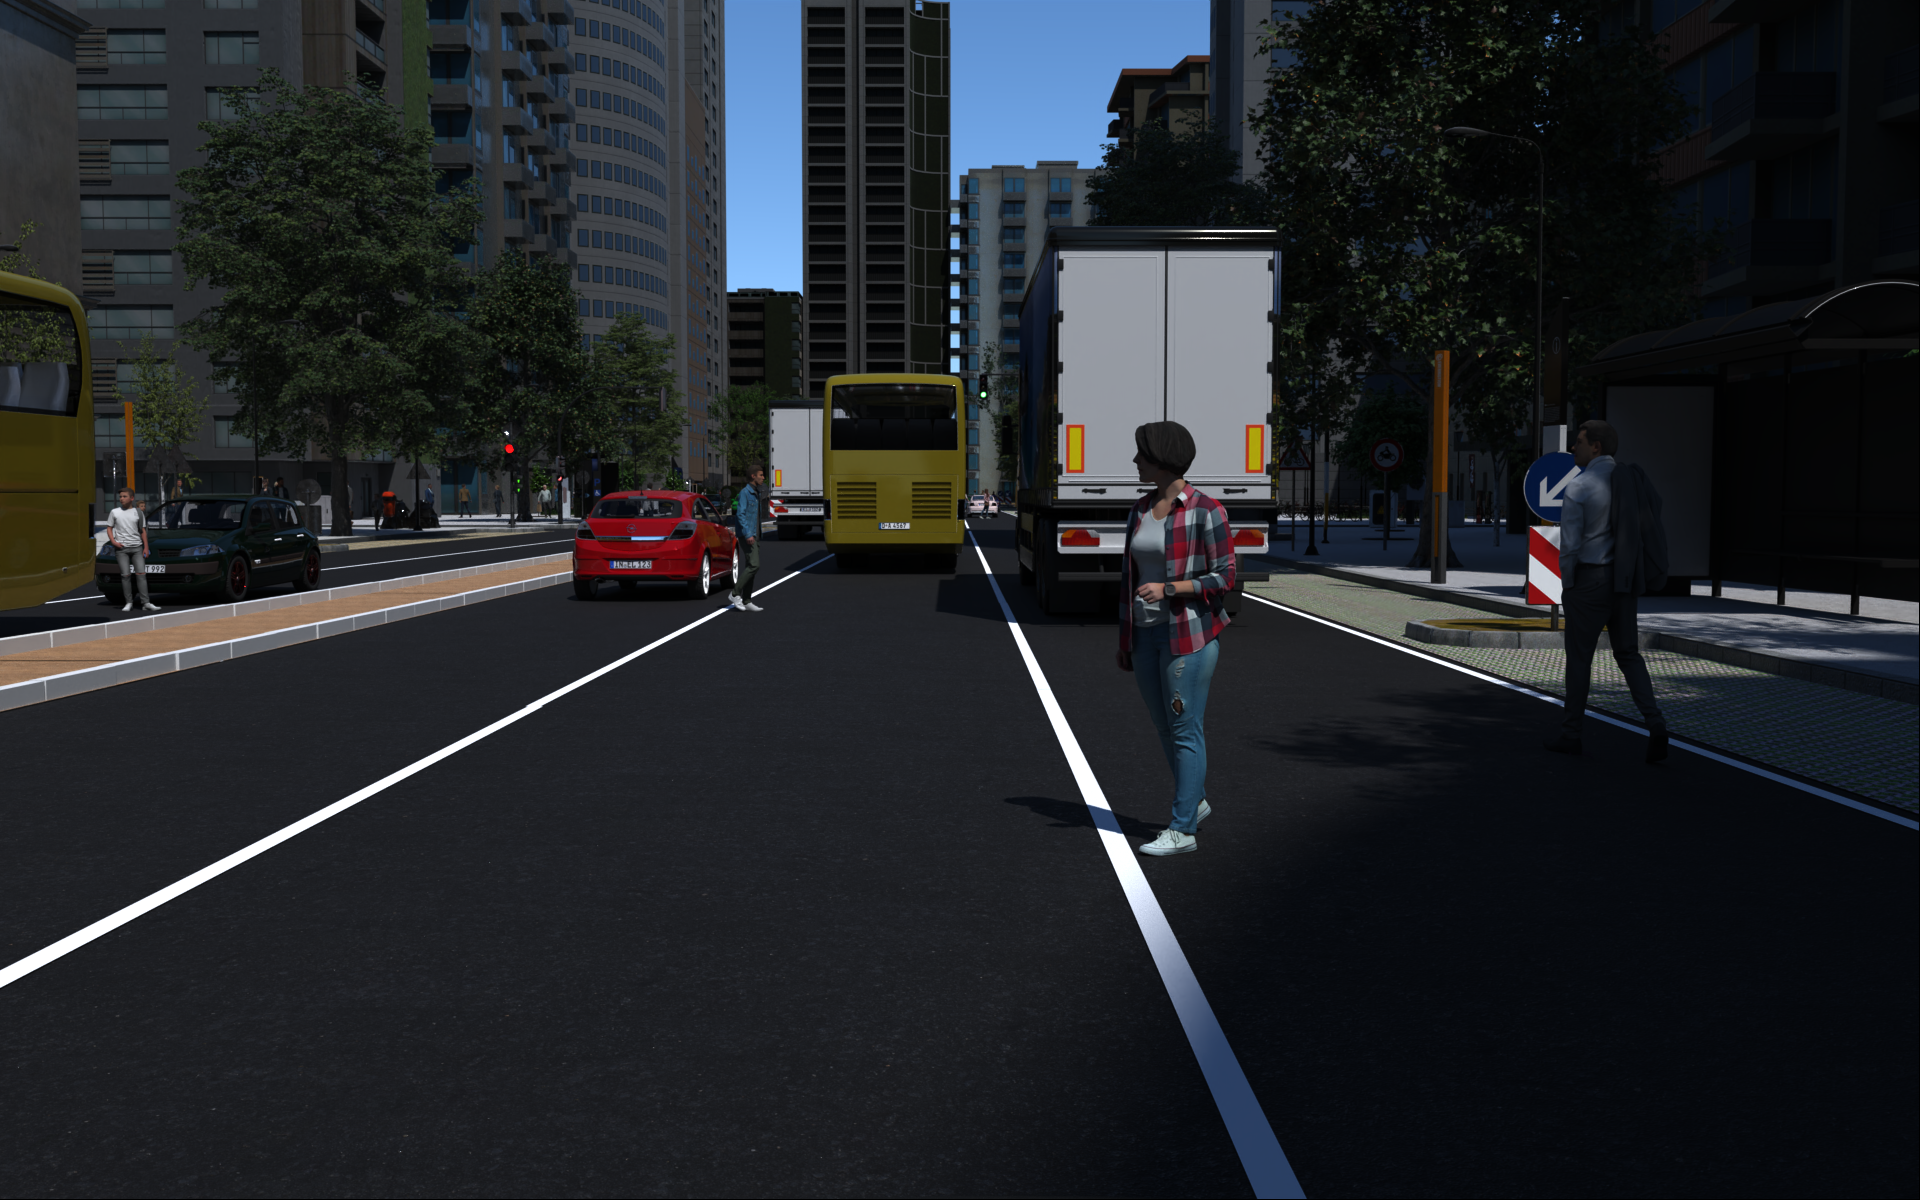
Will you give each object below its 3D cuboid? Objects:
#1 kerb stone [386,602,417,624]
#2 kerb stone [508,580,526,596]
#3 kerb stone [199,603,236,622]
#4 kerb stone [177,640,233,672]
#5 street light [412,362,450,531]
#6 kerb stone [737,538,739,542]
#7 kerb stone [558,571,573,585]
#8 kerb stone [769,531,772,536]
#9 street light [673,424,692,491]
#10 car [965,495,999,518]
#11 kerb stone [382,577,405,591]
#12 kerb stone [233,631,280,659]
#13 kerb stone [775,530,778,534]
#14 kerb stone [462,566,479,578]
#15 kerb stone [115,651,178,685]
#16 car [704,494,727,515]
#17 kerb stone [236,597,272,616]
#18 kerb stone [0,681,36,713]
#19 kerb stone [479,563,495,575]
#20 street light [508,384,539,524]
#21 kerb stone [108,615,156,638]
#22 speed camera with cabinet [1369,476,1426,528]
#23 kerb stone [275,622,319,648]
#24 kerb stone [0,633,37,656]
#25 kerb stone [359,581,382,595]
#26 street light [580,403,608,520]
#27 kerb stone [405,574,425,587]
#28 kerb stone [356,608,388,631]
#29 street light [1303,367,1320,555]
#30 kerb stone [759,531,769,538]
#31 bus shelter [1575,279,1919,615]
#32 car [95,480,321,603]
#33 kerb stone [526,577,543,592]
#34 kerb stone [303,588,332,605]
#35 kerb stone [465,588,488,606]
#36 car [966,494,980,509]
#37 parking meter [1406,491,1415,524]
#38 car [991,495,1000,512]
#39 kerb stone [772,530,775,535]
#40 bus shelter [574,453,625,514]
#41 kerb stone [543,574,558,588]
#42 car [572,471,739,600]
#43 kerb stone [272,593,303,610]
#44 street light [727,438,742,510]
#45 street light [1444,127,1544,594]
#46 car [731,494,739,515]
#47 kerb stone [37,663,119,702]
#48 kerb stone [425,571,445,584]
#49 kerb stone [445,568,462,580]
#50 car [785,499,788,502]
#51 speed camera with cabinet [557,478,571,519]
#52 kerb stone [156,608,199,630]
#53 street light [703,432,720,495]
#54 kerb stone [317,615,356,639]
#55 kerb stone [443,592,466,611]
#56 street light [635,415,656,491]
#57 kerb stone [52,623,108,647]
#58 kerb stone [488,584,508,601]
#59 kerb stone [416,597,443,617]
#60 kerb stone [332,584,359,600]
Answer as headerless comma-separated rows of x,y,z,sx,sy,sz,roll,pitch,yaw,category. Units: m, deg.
-6.385,0.159,19.595,0.120,0.150,1.000,0,4,0,kerb stone
-6.412,-0.153,24.707,0.120,0.150,1.000,0,4,0,kerb stone
-8.498,0.157,19.623,0.120,0.150,1.000,0,4,0,kerb stone
-6.362,0.472,14.474,0.120,0.150,1.000,0,4,0,kerb stone
-18.351,-5.359,60.167,1.470,5.913,1.316,0,4,0,street light
-6.542,-1.846,52.384,0.120,0.150,1.000,0,4,0,kerb stone
-6.420,-0.340,27.781,0.120,0.150,1.000,0,4,0,kerb stone
-6.559,-2.222,58.530,0.120,0.150,1.000,0,4,0,kerb stone
-18.547,-8.733,115.326,1.470,5.913,1.316,0,4,0,street light
1.375,-5.769,106.685,2.083,1.381,4.827,0,4,0,car
-8.516,-0.214,25.763,0.120,0.150,1.000,0,4,0,kerb stone
-6.365,0.412,15.496,0.120,0.150,1.000,0,4,0,kerb stone
-6.571,-2.348,60.580,0.120,0.150,1.000,0,4,0,kerb stone
-8.535,-0.468,29.862,0.120,0.150,1.000,0,4,0,kerb stone
-6.375,0.535,13.452,0.120,0.150,1.000,0,4,0,kerb stone
-17.002,-6.653,118.565,2.009,1.686,4.222,0,4,0,car
-8.492,0.098,20.646,0.120,0.150,1.000,0,4,0,kerb stone
-6.350,0.663,11.407,0.120,0.150,1.000,0,4,0,kerb stone
-8.537,-0.532,30.887,0.120,0.150,1.000,0,4,0,kerb stone
-18.428,-6.153,73.144,1.470,5.913,1.316,0,4,0,street light
-8.478,0.287,17.576,0.120,0.150,1.000,0,4,0,kerb stone
16.518,-4.340,65.300,2.038,3.252,0.660,1,4,22,speed camera with cabinet
-6.380,0.347,16.517,0.120,0.150,1.000,0,4,0,kerb stone
-8.476,0.408,15.527,0.120,0.150,1.000,0,4,0,kerb stone
-8.516,-0.156,24.741,0.120,0.150,1.000,0,4,0,kerb stone
-18.398,-7.008,87.118,1.470,5.913,1.316,0,4,0,street light
-8.525,-0.281,26.784,0.120,0.150,1.000,0,4,0,kerb stone
-6.384,0.223,18.573,0.120,0.150,1.000,0,4,0,kerb stone
6.846,-3.894,36.206,1.470,5.913,1.316,0,4,0,street light
-6.552,-2.157,57.508,0.120,0.150,1.000,0,4,0,kerb stone
8.764,-1.541,19.112,2.014,3.302,5.546,0,4,0,bus shelter
-10.352,-0.873,24.059,2.009,1.686,4.222,0,4,0,car
-6.412,-0.214,25.729,0.120,0.150,1.000,0,4,0,kerb stone
-8.507,-0.030,22.692,0.120,0.150,1.000,0,4,0,kerb stone
-6.399,-0.029,22.663,0.120,0.150,1.000,0,4,0,kerb stone
1.358,-9.757,171.327,2.131,1.459,4.920,0,4,1,car
19.040,-4.128,73.196,0.255,1.863,0.399,2,4,34,parking meter
2.284,-7.698,138.442,1.945,1.354,3.894,0,4,-2,car
-6.569,-2.285,59.552,0.120,0.150,1.000,0,4,0,kerb stone
-20.620,-6.606,99.294,1.731,3.624,6.357,0,4,0,bus shelter
-6.421,-0.279,26.759,0.120,0.150,1.000,0,4,0,kerb stone
-4.304,-0.976,25.000,2.155,1.783,4.494,0,4,1,car
-8.500,0.034,21.667,0.120,0.150,1.000,0,4,0,kerb stone
-18.716,-10.453,143.442,1.470,5.913,1.316,0,4,0,street light
6.824,-3.031,22.101,1.470,5.913,1.316,0,4,0,street light
-14.524,-6.671,117.866,1.959,1.807,4.718,0,4,-2,car
-6.357,0.597,12.430,0.120,0.150,1.000,0,4,0,kerb stone
-8.525,-0.343,27.812,0.120,0.150,1.000,0,4,0,kerb stone
-8.533,-0.406,28.834,0.120,0.150,1.000,0,4,0,kerb stone
-13.970,-8.355,146.384,2.009,1.686,4.222,0,4,1,car
-20.884,-5.930,91.284,0.660,3.252,2.038,-1,4,-16,speed camera with cabinet
-8.484,0.220,18.598,0.120,0.150,1.000,0,4,0,kerb stone
-18.619,-9.605,129.579,1.470,5.913,1.316,0,4,0,street light
-6.377,0.285,17.547,0.120,0.150,1.000,0,4,0,kerb stone
-6.401,0.041,21.641,0.120,0.150,1.000,0,4,0,kerb stone
-18.465,-7.885,101.463,1.470,5.913,1.316,0,4,0,street light
-8.474,0.345,16.554,0.120,0.150,1.000,0,4,0,kerb stone
-6.408,-0.091,23.685,0.120,0.150,1.000,0,4,0,kerb stone
-6.394,0.098,20.617,0.120,0.150,1.000,0,4,0,kerb stone
-8.502,-0.093,23.718,0.120,0.150,1.000,0,4,0,kerb stone
